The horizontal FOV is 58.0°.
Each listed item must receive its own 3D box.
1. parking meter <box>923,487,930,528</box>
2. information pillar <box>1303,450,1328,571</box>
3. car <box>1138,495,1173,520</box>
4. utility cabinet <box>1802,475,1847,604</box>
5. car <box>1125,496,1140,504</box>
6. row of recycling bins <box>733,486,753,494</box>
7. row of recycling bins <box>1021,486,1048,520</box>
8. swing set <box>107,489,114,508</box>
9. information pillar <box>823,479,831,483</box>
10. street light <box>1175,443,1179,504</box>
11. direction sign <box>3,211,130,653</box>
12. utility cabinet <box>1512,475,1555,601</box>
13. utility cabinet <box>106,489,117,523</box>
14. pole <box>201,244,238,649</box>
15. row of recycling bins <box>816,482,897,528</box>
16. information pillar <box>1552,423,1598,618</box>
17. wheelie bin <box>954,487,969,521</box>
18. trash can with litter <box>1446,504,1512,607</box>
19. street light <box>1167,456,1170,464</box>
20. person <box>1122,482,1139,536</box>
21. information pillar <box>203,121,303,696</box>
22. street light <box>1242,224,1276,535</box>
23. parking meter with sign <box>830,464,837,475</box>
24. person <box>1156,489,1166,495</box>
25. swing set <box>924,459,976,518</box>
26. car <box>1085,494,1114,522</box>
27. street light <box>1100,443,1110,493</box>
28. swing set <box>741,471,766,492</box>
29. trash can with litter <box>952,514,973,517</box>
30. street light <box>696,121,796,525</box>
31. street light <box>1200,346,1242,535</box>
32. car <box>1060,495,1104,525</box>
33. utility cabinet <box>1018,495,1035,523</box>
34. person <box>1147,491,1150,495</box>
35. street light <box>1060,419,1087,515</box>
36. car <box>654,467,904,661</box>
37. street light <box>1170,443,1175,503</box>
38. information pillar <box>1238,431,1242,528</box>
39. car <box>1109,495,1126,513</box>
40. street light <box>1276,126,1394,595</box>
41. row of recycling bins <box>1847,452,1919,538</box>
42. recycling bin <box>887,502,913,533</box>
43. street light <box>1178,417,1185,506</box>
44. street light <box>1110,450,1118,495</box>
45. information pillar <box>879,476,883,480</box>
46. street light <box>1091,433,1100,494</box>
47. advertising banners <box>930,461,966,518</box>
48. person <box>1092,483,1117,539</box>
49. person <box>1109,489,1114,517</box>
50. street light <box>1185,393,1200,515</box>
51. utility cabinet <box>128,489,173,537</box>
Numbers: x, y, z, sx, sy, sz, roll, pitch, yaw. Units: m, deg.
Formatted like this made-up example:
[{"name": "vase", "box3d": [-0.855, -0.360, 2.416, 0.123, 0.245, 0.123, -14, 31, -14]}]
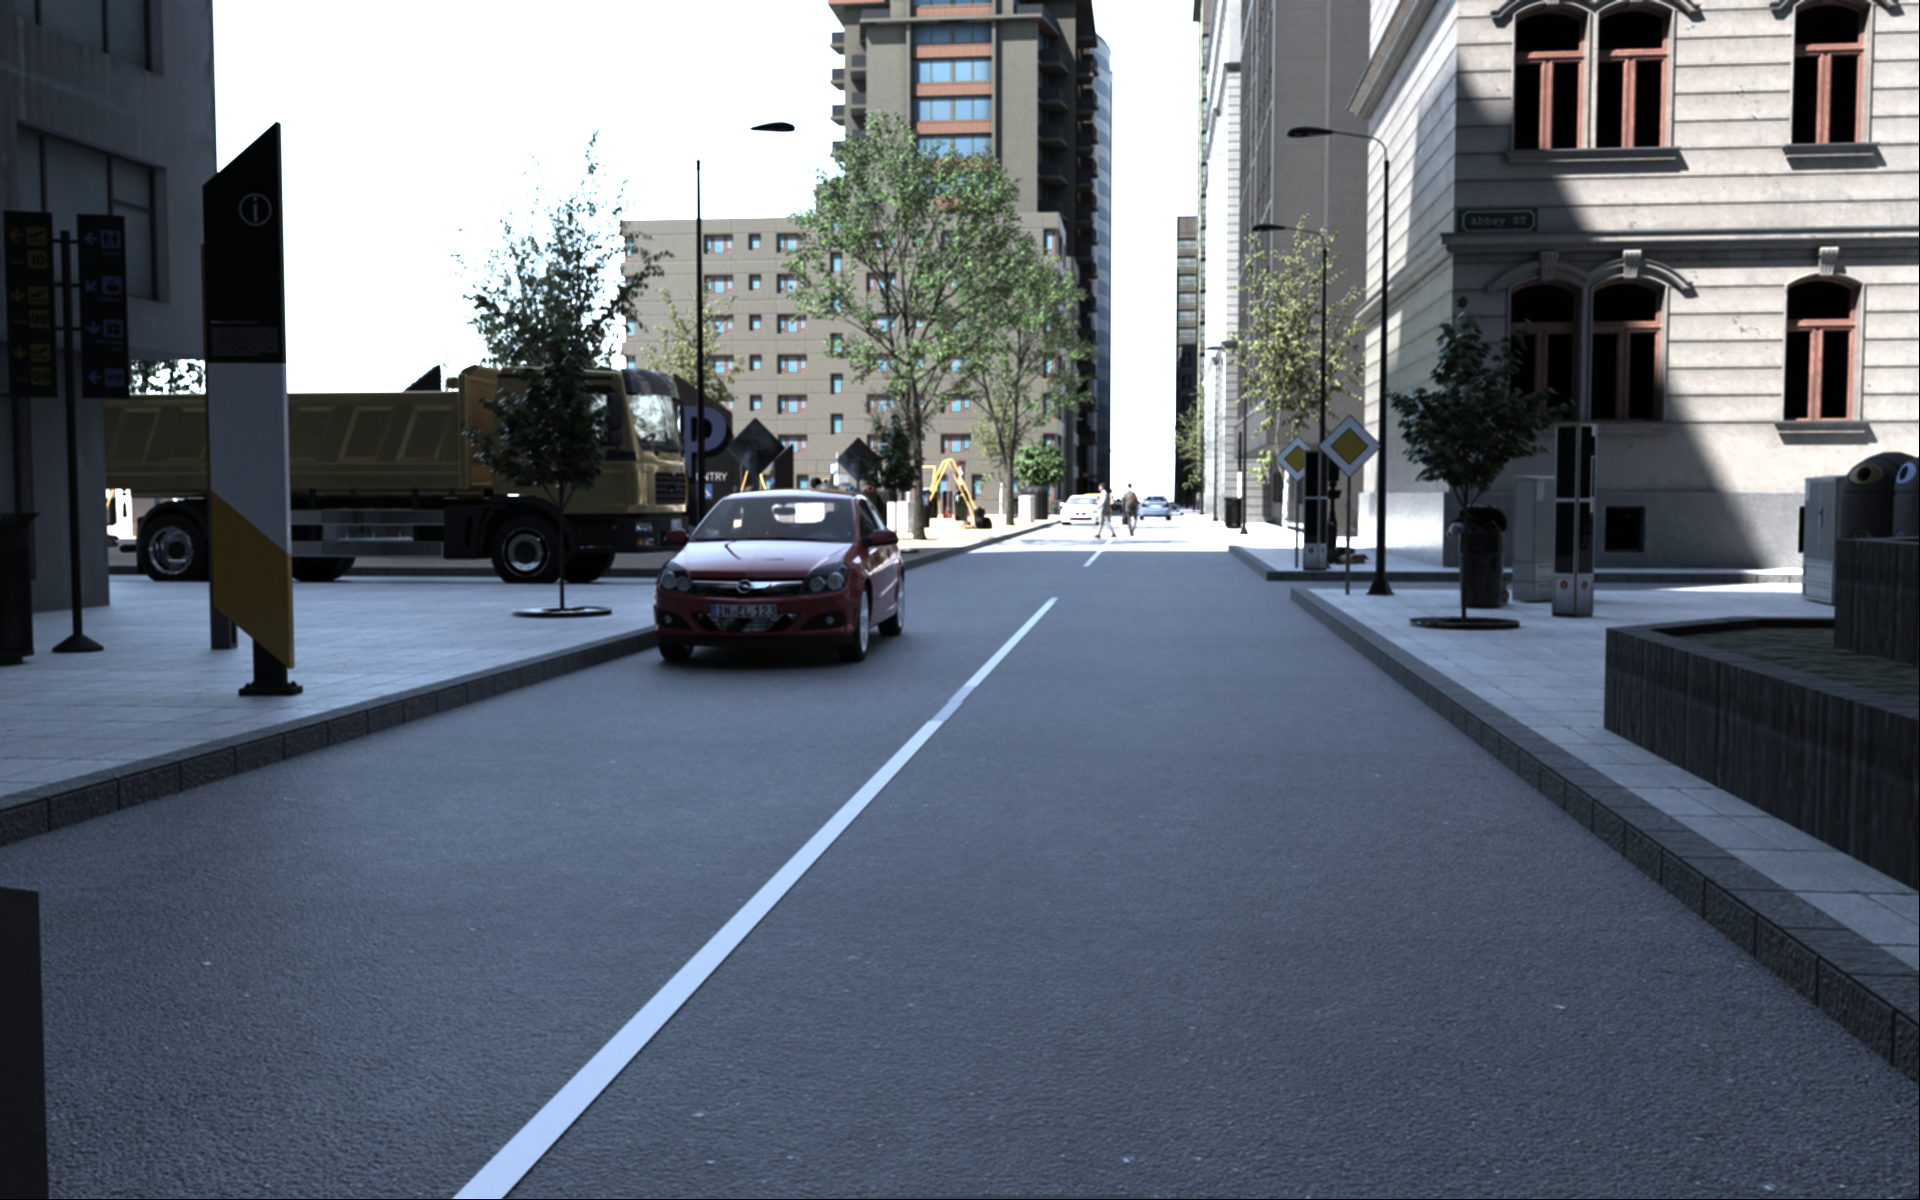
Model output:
[{"name": "parking meter", "box3d": [-1.328, -3.504, 65.709, 0.372, 1.533, 0.369, 0, 3, 0]}, {"name": "information pillar", "box3d": [5.966, -1.502, 29.053, 0.304, 2.012, 0.304, 3, 4, 39]}, {"name": "car", "box3d": [10.793, -5.125, 95.791, 2.014, 1.417, 4.499, 0, 4, 6]}, {"name": "utility cabinet", "box3d": [10.238, -0.715, 20.371, 0.318, 1.500, 1.173, 1, 4, 10]}, {"name": "car", "box3d": [24.294, -14.173, 244.090, 2.083, 1.381, 4.827, 0, 4, 8]}, {"name": "row of recycling bins", "box3d": [-11.785, -4.844, 86.311, 3.534, 1.692, 1.069, 0, 4, 0]}, {"name": "row of recycling bins", "box3d": [3.709, -4.891, 87.088, 1.069, 1.692, 3.534, 0, 4, -7]}, {"name": "swing set", "box3d": [-26.756, -3.686, 57.893, 2.862, 2.851, 3.119, 1, 4, 14]}, {"name": "information pillar", "box3d": [-6.421, -4.841, 83.637, 0.304, 2.012, 0.304, 1, 4, 17]}, {"name": "street light", "box3d": [17.180, -9.688, 130.944, 1.470, 5.913, 1.316, 0, 4, 6]}, {"name": "direction sign", "box3d": [-7.218, -1.350, 14.069, 0.876, 3.537, 0.379, -1, 4, -18]}, {"name": "utility cabinet", "box3d": [7.102, -0.744, 20.848, 1.173, 1.500, 0.318, -3, 5, -43]}, {"name": "utility cabinet", "box3d": [-37.358, -4.126, 76.140, 0.318, 1.500, 1.173, -3, 4, -38]}, {"name": "pole", "box3d": [-6.109, -1.250, 14.284, 0.158, 3.312, 0.155, 0, 3, 0]}, {"name": "row of recycling bins", "box3d": [-3.785, -3.392, 62.565, 3.534, 1.692, 1.069, -3, 5, -42]}, {"name": "information pillar", "box3d": [6.418, -0.832, 18.092, 0.304, 2.012, 0.304, -2, 4, -33]}, {"name": "wheelie bin", "box3d": [0.098, -4.543, 82.192, 0.693, 1.594, 0.980, 1, 4, 11]}, {"name": "trash can with litter", "box3d": [5.971, -0.517, 19.841, 0.624, 1.170, 1.055, 2, 4, 26]}, {"name": "street light", "box3d": [22.600, -12.732, 180.710, 1.470, 5.913, 1.316, 0, 4, 6]}, {"name": "person", "box3d": [5.800, -3.091, 58.999, 0.622, 1.834, 0.822, 1, 4, 20]}, {"name": "information pillar", "box3d": [-4.500, -1.201, 10.991, 0.504, 3.616, 0.183, 0, 4, -2]}, {"name": "street light", "box3d": [5.709, -3.506, 29.866, 1.470, 5.913, 1.316, 0, 4, 6]}, {"name": "parking meter with sign", "box3d": [-6.959, -6.426, 101.326, 0.543, 3.016, 1.738, 1, 4, 23]}, {"name": "person", "box3d": [12.421, -5.991, 107.251, 0.742, 1.727, 0.445, 1, 4, 17]}, {"name": "swing set", "box3d": [-0.523, -4.961, 78.725, 2.862, 2.851, 3.119, 0, 4, -5]}, {"name": "car", "box3d": [6.996, -4.879, 89.994, 2.015, 1.641, 3.980, 0, 4, 5]}, {"name": "street light", "box3d": [12.506, -11.237, 156.273, 1.470, 5.913, 1.316, 0, 4, 6]}, {"name": "swing set", "box3d": [-13.940, -6.615, 105.783, 3.119, 2.851, 2.862, -2, 4, -31]}, {"name": "trash can with litter", "box3d": [0.010, -5.293, 97.598, 1.678, 1.210, 2.233, 2, 4, 32]}, {"name": "street light", "box3d": [-2.746, -3.013, 21.811, 1.470, 5.913, 1.316, 0, 4, 6]}, {"name": "street light", "box3d": [8.410, -5.011, 54.467, 1.470, 5.913, 1.316, 0, 4, 6]}, {"name": "car", "box3d": [5.769, -4.203, 81.088, 2.083, 1.381, 4.827, 0, 4, 7]}, {"name": "utility cabinet", "box3d": [2.974, -4.043, 77.257, 0.306, 1.237, 1.020, -2, 4, -27]}, {"name": "person", "box3d": [20.795, -11.071, 190.237, 0.721, 1.736, 1.217, 2, 4, 23]}, {"name": "street light", "box3d": [6.908, -8.207, 106.725, 1.470, 5.913, 1.316, 0, 4, 6]}, {"name": "car", "box3d": [-1.591, -0.441, 16.247, 2.155, 1.783, 4.494, 0, 4, 5]}, {"name": "street light", "box3d": [19.933, -11.227, 156.106, 1.470, 5.913, 1.316, 0, 4, 6]}, {"name": "information pillar", "box3d": [10.492, -4.505, 65.008, 0.183, 3.616, 0.504, 0, 4, 4]}, {"name": "car", "box3d": [11.798, -7.374, 133.142, 1.945, 1.354, 3.894, 0, 4, 8]}, {"name": "street light", "box3d": [4.828, -3.025, 21.996, 1.470, 5.913, 1.316, 0, 4, 6]}, {"name": "row of recycling bins", "box3d": [9.118, -0.533, 15.832, 1.069, 1.692, 3.534, 0, 4, 6]}, {"name": "recycling bin", "box3d": [-1.947, -2.711, 56.874, 0.722, 1.027, 0.722, 1, 4, 14]}, {"name": "street light", "box3d": [14.308, -8.168, 106.085, 1.470, 5.913, 1.316, 0, 4, 6]}, {"name": "street light", "box3d": [16.214, -13.263, 189.392, 1.470, 5.913, 1.316, 0, 4, 6]}, {"name": "information pillar", "box3d": [-2.869, -3.753, 65.850, 0.304, 2.012, 0.304, -3, 4, -36]}, {"name": "street light", "box3d": [9.703, -9.734, 131.684, 1.470, 5.913, 1.316, 0, 4, 6]}, {"name": "advertising banners", "box3d": [-0.695, -5.852, 91.875, 2.074, 3.025, 0.090, 1, 4, 12]}, {"name": "person", "box3d": [4.655, -2.875, 55.783, 0.850, 1.792, 0.678, 1, 4, 11]}, {"name": "person", "box3d": [9.580, -6.071, 108.556, 0.721, 1.735, 1.217, 0, 4, 6]}, {"name": "street light", "box3d": [11.271, -6.575, 80.038, 1.470, 5.913, 1.316, 0, 4, 6]}, {"name": "utility cabinet", "box3d": [-24.179, -2.634, 51.737, 1.173, 1.500, 0.318, -3, 5, -43]}]
